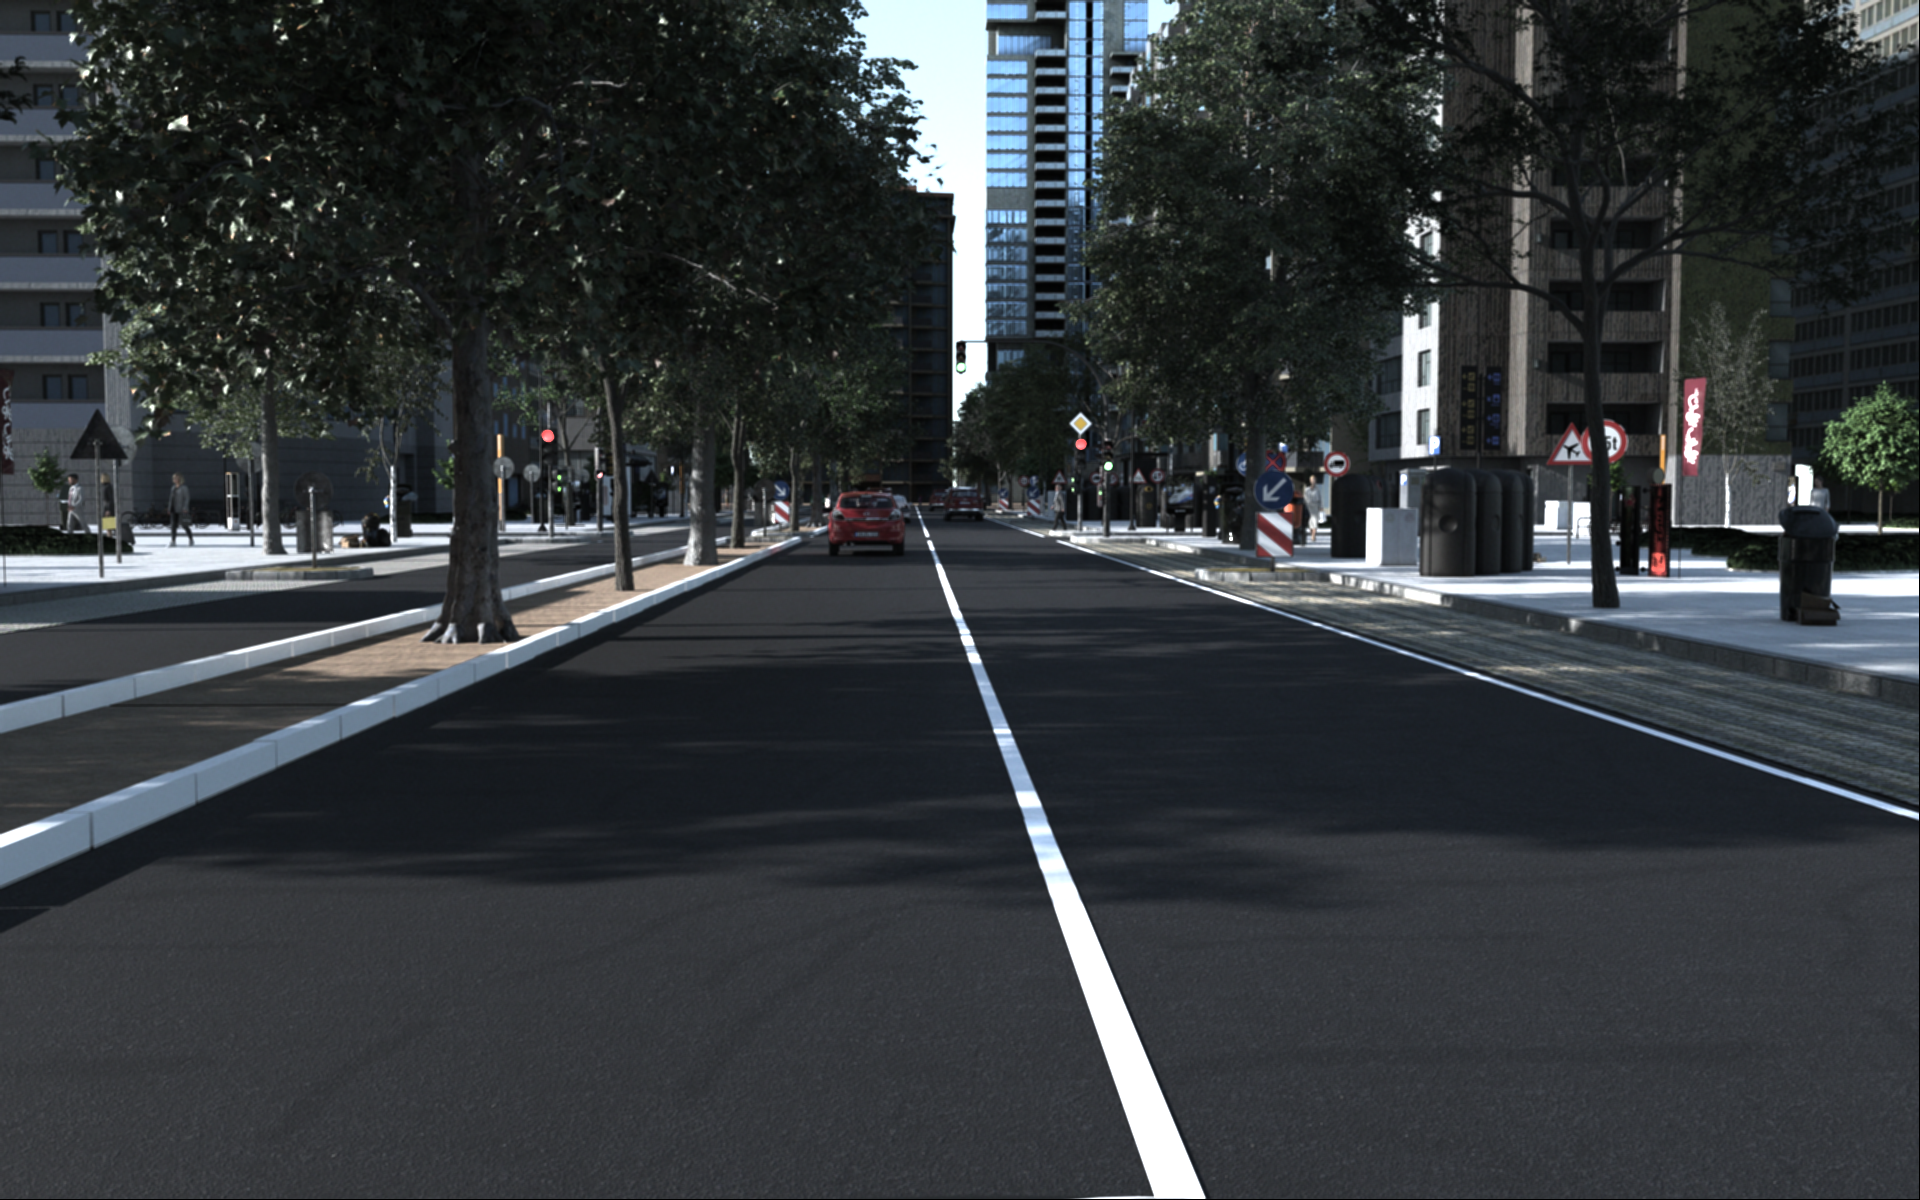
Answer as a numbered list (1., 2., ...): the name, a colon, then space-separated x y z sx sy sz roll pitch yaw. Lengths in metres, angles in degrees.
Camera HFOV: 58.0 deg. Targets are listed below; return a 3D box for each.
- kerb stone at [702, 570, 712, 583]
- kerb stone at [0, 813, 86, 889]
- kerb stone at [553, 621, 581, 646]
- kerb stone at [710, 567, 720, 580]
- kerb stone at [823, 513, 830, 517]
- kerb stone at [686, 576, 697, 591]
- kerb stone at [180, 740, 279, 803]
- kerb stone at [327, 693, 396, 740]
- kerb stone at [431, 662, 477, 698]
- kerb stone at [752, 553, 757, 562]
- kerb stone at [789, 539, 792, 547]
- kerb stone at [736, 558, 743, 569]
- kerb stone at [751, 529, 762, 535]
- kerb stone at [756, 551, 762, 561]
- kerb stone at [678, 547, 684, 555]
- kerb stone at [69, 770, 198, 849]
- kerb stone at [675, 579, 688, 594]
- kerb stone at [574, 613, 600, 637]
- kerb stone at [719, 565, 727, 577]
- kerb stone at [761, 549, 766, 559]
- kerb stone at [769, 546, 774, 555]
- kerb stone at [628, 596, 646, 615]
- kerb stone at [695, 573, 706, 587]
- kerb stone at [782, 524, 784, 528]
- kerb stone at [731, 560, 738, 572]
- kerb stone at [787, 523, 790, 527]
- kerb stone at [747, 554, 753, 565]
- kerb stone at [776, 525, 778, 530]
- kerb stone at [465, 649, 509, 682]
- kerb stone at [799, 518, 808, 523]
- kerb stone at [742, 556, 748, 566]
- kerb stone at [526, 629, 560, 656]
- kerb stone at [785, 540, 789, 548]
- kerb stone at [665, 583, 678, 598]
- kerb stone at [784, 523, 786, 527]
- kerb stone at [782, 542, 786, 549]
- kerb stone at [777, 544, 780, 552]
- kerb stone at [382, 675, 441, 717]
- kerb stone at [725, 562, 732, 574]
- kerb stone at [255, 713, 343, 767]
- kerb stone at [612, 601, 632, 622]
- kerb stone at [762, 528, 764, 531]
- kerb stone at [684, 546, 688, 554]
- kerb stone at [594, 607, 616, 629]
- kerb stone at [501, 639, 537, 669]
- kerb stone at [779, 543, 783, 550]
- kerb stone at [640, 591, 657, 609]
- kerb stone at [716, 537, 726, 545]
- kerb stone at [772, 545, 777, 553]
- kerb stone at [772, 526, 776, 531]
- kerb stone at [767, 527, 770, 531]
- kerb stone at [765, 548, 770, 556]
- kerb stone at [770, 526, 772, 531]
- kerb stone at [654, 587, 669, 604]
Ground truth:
1. kerb stone: -4.155 -0.348 27.959 0.120 0.150 1.000 0 4 -2
2. kerb stone: -3.549 0.962 6.471 0.120 0.150 1.000 0 4 -2
3. kerb stone: -3.834 0.338 16.699 0.120 0.150 1.000 0 4 -2
4. kerb stone: -4.180 -0.415 28.980 0.120 0.150 1.000 0 4 -2
5. kerb stone: -8.624 -5.520 112.448 0.120 0.150 1.000 0 4 -2
6. kerb stone: -4.089 -0.227 25.908 0.120 0.150 1.000 0 4 -2
7. kerb stone: -3.607 0.845 8.515 0.120 0.150 1.000 0 4 -2
8. kerb stone: -3.668 0.712 10.561 0.120 0.150 1.000 0 4 -2
9. kerb stone: -3.721 0.591 12.609 0.120 0.150 1.000 0 4 -2
10. kerb stone: -4.388 -0.852 36.157 0.120 0.150 1.000 0 4 -2
11. kerb stone: -4.673 -1.482 46.422 0.120 0.150 1.000 0 4 -2
12. kerb stone: -4.297 -0.661 33.093 0.120 0.150 1.000 0 4 -2
13. kerb stone: -7.191 -2.390 61.265 0.120 0.150 1.000 0 4 -2
14. kerb stone: -4.413 -0.916 37.178 0.120 0.150 1.000 0 4 -2
15. kerb stone: -6.598 -1.103 40.273 0.120 0.150 1.000 0 4 -2
16. kerb stone: -3.574 0.899 7.493 0.120 0.150 1.000 0 4 -2
17. kerb stone: -4.072 -0.163 24.886 0.120 0.150 1.000 0 4 -2
18. kerb stone: -3.859 0.273 17.728 0.120 0.150 1.000 0 4 -2
19. kerb stone: -4.202 -0.475 30.007 0.120 0.150 1.000 0 4 -2
20. kerb stone: -4.436 -0.974 38.207 0.120 0.150 1.000 0 4 -2
21. kerb stone: -4.491 -1.100 40.264 0.120 0.150 1.000 0 4 -2
22. kerb stone: -3.943 0.085 20.800 0.120 0.150 1.000 0 4 -2
23. kerb stone: -4.116 -0.287 26.937 0.120 0.150 1.000 0 4 -2
24. kerb stone: -7.477 -3.011 71.488 0.120 0.150 1.000 0 4 -2
25. kerb stone: -4.270 -0.592 32.065 0.120 0.150 1.000 0 4 -2
26. kerb stone: -7.585 -3.265 75.584 0.120 0.150 1.000 0 4 -2
27. kerb stone: -4.356 -0.791 35.135 0.120 0.150 1.000 0 4 -2
28. kerb stone: -7.393 -2.827 68.422 0.120 0.150 1.000 0 4 -2
29. kerb stone: -3.750 0.527 13.632 0.120 0.150 1.000 0 4 -2
30. kerb stone: -7.940 -4.017 87.869 0.120 0.150 1.000 0 4 -2
31. kerb stone: -4.325 -0.727 34.114 0.120 0.150 1.000 0 4 -2
32. kerb stone: -3.810 0.401 15.676 0.120 0.150 1.000 0 4 -2
33. kerb stone: -4.639 -1.419 45.397 0.120 0.150 1.000 0 4 -2
34. kerb stone: -4.043 -0.095 23.865 0.120 0.150 1.000 0 4 -2
35. kerb stone: -7.501 -3.077 72.510 0.120 0.150 1.000 0 4 -2
36. kerb stone: -4.612 -1.353 44.376 0.120 0.150 1.000 0 4 -2
37. kerb stone: -4.556 -1.230 42.317 0.120 0.150 1.000 0 4 -2
38. kerb stone: -3.689 0.649 11.583 0.120 0.150 1.000 0 4 -2
39. kerb stone: -4.239 -0.533 31.030 0.120 0.150 1.000 0 4 -2
40. kerb stone: -3.639 0.774 9.536 0.120 0.150 1.000 0 4 -2
41. kerb stone: -3.914 0.148 19.776 0.120 0.150 1.000 0 4 -2
42. kerb stone: -7.218 -2.446 62.287 0.120 0.150 1.000 0 4 -2
43. kerb stone: -6.628 -1.167 41.302 0.120 0.150 1.000 0 4 -2
44. kerb stone: -3.898 0.211 18.750 0.120 0.150 1.000 0 4 -2
45. kerb stone: -3.771 0.464 14.655 0.120 0.150 1.000 0 4 -2
46. kerb stone: -4.581 -1.291 43.354 0.120 0.150 1.000 0 4 -2
47. kerb stone: -3.984 0.023 21.822 0.120 0.150 1.000 0 4 -2
48. kerb stone: -6.866 -1.667 49.509 0.120 0.150 1.000 0 4 -2
49. kerb stone: -4.524 -1.168 41.290 0.120 0.150 1.000 0 4 -2
50. kerb stone: -7.360 -2.757 67.400 0.120 0.150 1.000 0 4 -2
51. kerb stone: -7.270 -2.577 64.332 0.120 0.150 1.000 0 4 -2
52. kerb stone: -4.466 -1.042 39.237 0.120 0.150 1.000 0 4 -2
53. kerb stone: -7.304 -2.640 65.356 0.120 0.150 1.000 0 4 -2
54. kerb stone: -4.007 -0.036 22.844 0.120 0.150 1.000 0 4 -2
